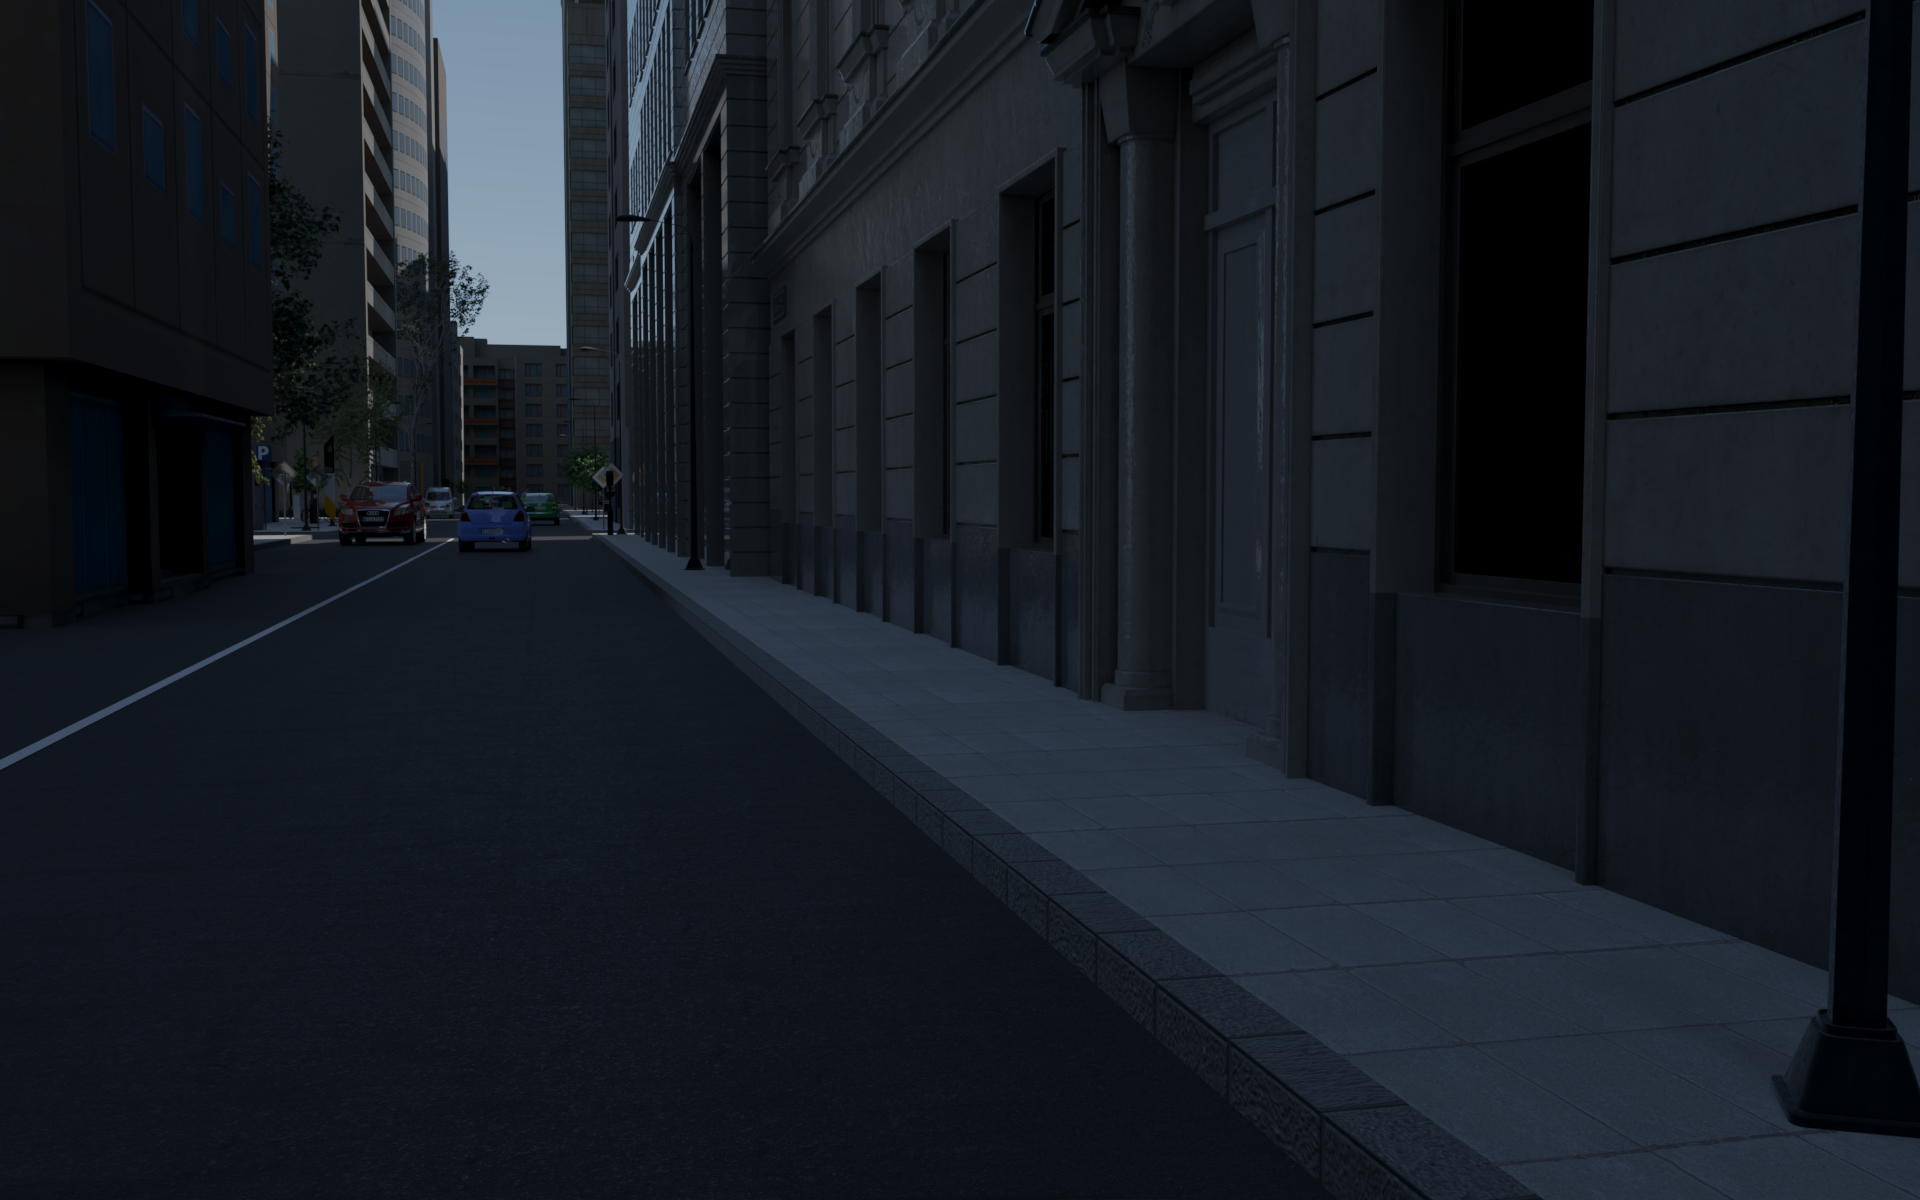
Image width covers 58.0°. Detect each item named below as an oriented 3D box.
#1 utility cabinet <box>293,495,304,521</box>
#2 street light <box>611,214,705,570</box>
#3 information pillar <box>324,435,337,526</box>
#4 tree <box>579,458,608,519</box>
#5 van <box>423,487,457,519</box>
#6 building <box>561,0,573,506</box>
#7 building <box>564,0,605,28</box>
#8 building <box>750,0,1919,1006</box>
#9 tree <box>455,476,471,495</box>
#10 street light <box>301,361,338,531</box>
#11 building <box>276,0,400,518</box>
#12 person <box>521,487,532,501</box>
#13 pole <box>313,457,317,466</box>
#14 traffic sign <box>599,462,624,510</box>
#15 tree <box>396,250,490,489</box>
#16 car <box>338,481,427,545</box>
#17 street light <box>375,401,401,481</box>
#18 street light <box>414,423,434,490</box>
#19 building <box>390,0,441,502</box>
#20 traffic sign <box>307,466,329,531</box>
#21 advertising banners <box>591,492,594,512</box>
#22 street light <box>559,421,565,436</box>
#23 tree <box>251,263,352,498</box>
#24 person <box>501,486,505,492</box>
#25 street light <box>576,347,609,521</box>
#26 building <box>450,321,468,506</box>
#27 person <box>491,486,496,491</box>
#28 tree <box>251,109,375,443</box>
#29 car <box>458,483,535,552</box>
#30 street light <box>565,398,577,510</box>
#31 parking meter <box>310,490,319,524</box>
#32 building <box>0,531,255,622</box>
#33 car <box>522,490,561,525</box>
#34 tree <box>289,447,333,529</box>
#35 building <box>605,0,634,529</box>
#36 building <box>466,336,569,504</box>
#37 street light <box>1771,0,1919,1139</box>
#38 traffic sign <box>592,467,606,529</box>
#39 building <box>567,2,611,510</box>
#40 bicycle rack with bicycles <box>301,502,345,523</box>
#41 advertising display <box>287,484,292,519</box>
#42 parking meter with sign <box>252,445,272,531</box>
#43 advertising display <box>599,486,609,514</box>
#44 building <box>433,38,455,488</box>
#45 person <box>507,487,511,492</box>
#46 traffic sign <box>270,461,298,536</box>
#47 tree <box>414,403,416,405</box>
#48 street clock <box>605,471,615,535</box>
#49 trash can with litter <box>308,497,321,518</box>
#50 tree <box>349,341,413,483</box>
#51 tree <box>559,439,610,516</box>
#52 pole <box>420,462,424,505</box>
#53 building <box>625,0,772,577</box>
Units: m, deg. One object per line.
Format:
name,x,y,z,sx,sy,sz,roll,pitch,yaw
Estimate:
utility cabinet,-32.154,-4.476,84.337,0.306,1.237,1.020,-3,4,-38
street light,-5.027,-3.455,29.038,1.470,5.913,1.316,-1,4,-14
information pillar,-25.084,-4.746,68.952,0.504,3.616,0.183,2,4,25
tree,-18.941,-5.895,90.986,1.663,3.219,1.824,0,3,0
van,-30.544,-5.781,101.523,2.013,2.044,4.112,-1,4,-15
building,-34.324,-40.103,197.677,21.231,58.520,28.212,-1,4,-14
building,-23.998,-35.608,171.436,28.713,52.752,27.495,-1,4,-14
building,9.813,-14.062,6.330,17.030,29.872,44.131,-1,4,-14
tree,-51.648,-11.339,179.986,1.663,3.219,1.824,0,3,0
street light,-22.304,-5.376,60.445,1.470,5.913,1.316,-1,4,-14
building,-45.382,-29.246,101.879,21.300,48.544,21.600,-1,4,-14
person,-23.860,-5.331,95.512,0.661,1.843,0.795,-2,4,-26
pole,-35.056,-6.137,94.189,0.158,3.312,0.155,0,3,0
traffic sign,-11.070,-3.147,55.094,0.795,2.450,0.064,-1,4,-14
tree,-40.440,-16.400,124.027,12.611,20.169,13.585,0,3,0
car,-16.714,-2.544,50.274,2.281,1.827,5.304,-1,4,-12
street light,-28.676,-6.983,86.716,1.470,5.913,1.316,-1,4,-14
street light,-34.822,-8.562,112.524,1.470,5.913,1.316,-1,4,-14
building,-55.354,-36.819,143.981,21.231,58.520,28.212,-1,4,-14
traffic sign,-22.469,-3.483,60.589,0.795,2.450,0.064,-1,4,-14
advertising banners,-25.870,-7.676,121.683,0.090,3.025,2.074,-1,4,-16
street light,-24.395,-8.384,109.620,1.470,5.913,1.316,-1,4,-14
tree,-20.415,-6.052,49.319,4.737,8.622,4.395,0,3,0
person,-20.424,-4.198,77.551,0.576,1.772,0.534,-2,4,-28
street light,-11.324,-5.042,54.985,1.470,5.913,1.316,-1,4,-14
building,-70.301,-21.155,190.926,28.899,21.520,27.650,-1,4,-14
person,-22.284,-4.545,82.827,0.388,1.821,0.555,3,4,38
tree,-18.348,-7.453,38.863,9.611,12.733,9.660,0,3,0
car,-11.883,-2.126,44.356,1.945,1.707,3.694,-1,4,-12
street light,-18.214,-6.808,83.845,1.470,5.913,1.316,-1,4,-14
parking meter,-27.874,-4.059,74.779,0.372,1.533,0.369,0,3,0
building,-17.625,-22.749,22.062,14.600,45.320,14.200,-1,4,-14
car,-19.562,-4.394,80.640,1.959,1.807,4.718,-1,4,-13
tree,-24.500,-4.284,64.651,1.663,3.219,1.824,0,3,0
building,-4.383,-38.827,73.069,20.611,71.187,20.563,-1,4,-14
building,-63.865,-23.403,227.672,28.899,21.520,27.650,-1,4,-14
street light,1.333,-1.882,3.306,1.470,5.913,1.316,-1,4,-14
traffic sign,-12.942,-3.622,62.857,0.795,2.450,0.064,-1,4,-14
building,-26.575,-28.516,149.825,14.154,41.232,14.086,-1,4,-14
bicycle rack with bicycles,-28.578,-3.990,78.624,2.925,0.926,2.852,-2,4,-30
advertising display,-34.940,-5.203,90.285,0.123,1.923,0.974,-2,4,-28
parking meter with sign,-24.975,-3.966,61.100,0.543,3.016,1.738,0,4,8
advertising display,-22.274,-6.343,108.915,0.974,1.923,0.123,-1,4,-15
building,-56.550,-31.574,166.350,14.600,45.320,14.200,-1,4,-14
person,-26.926,-5.814,103.336,0.755,1.850,0.659,0,4,-3
traffic sign,-20.597,-3.008,52.826,0.795,2.450,0.064,-1,4,-14
tree,-30.693,-8.571,90.493,4.737,8.622,4.395,0,3,0
street clock,-10.911,-3.023,54.002,0.358,2.002,0.471,-1,4,-10
trash can with litter,-34.752,-4.971,92.670,1.055,1.170,0.624,1,4,18
tree,-29.345,-8.076,82.400,4.737,8.622,4.395,0,3,0
tree,-22.442,-7.372,104.242,4.285,4.588,4.351,0,3,0
pole,-34.747,-7.215,111.814,0.158,3.312,0.155,0,3,0
building,-1.777,-16.147,41.503,11.434,29.767,29.804,-1,4,-14
